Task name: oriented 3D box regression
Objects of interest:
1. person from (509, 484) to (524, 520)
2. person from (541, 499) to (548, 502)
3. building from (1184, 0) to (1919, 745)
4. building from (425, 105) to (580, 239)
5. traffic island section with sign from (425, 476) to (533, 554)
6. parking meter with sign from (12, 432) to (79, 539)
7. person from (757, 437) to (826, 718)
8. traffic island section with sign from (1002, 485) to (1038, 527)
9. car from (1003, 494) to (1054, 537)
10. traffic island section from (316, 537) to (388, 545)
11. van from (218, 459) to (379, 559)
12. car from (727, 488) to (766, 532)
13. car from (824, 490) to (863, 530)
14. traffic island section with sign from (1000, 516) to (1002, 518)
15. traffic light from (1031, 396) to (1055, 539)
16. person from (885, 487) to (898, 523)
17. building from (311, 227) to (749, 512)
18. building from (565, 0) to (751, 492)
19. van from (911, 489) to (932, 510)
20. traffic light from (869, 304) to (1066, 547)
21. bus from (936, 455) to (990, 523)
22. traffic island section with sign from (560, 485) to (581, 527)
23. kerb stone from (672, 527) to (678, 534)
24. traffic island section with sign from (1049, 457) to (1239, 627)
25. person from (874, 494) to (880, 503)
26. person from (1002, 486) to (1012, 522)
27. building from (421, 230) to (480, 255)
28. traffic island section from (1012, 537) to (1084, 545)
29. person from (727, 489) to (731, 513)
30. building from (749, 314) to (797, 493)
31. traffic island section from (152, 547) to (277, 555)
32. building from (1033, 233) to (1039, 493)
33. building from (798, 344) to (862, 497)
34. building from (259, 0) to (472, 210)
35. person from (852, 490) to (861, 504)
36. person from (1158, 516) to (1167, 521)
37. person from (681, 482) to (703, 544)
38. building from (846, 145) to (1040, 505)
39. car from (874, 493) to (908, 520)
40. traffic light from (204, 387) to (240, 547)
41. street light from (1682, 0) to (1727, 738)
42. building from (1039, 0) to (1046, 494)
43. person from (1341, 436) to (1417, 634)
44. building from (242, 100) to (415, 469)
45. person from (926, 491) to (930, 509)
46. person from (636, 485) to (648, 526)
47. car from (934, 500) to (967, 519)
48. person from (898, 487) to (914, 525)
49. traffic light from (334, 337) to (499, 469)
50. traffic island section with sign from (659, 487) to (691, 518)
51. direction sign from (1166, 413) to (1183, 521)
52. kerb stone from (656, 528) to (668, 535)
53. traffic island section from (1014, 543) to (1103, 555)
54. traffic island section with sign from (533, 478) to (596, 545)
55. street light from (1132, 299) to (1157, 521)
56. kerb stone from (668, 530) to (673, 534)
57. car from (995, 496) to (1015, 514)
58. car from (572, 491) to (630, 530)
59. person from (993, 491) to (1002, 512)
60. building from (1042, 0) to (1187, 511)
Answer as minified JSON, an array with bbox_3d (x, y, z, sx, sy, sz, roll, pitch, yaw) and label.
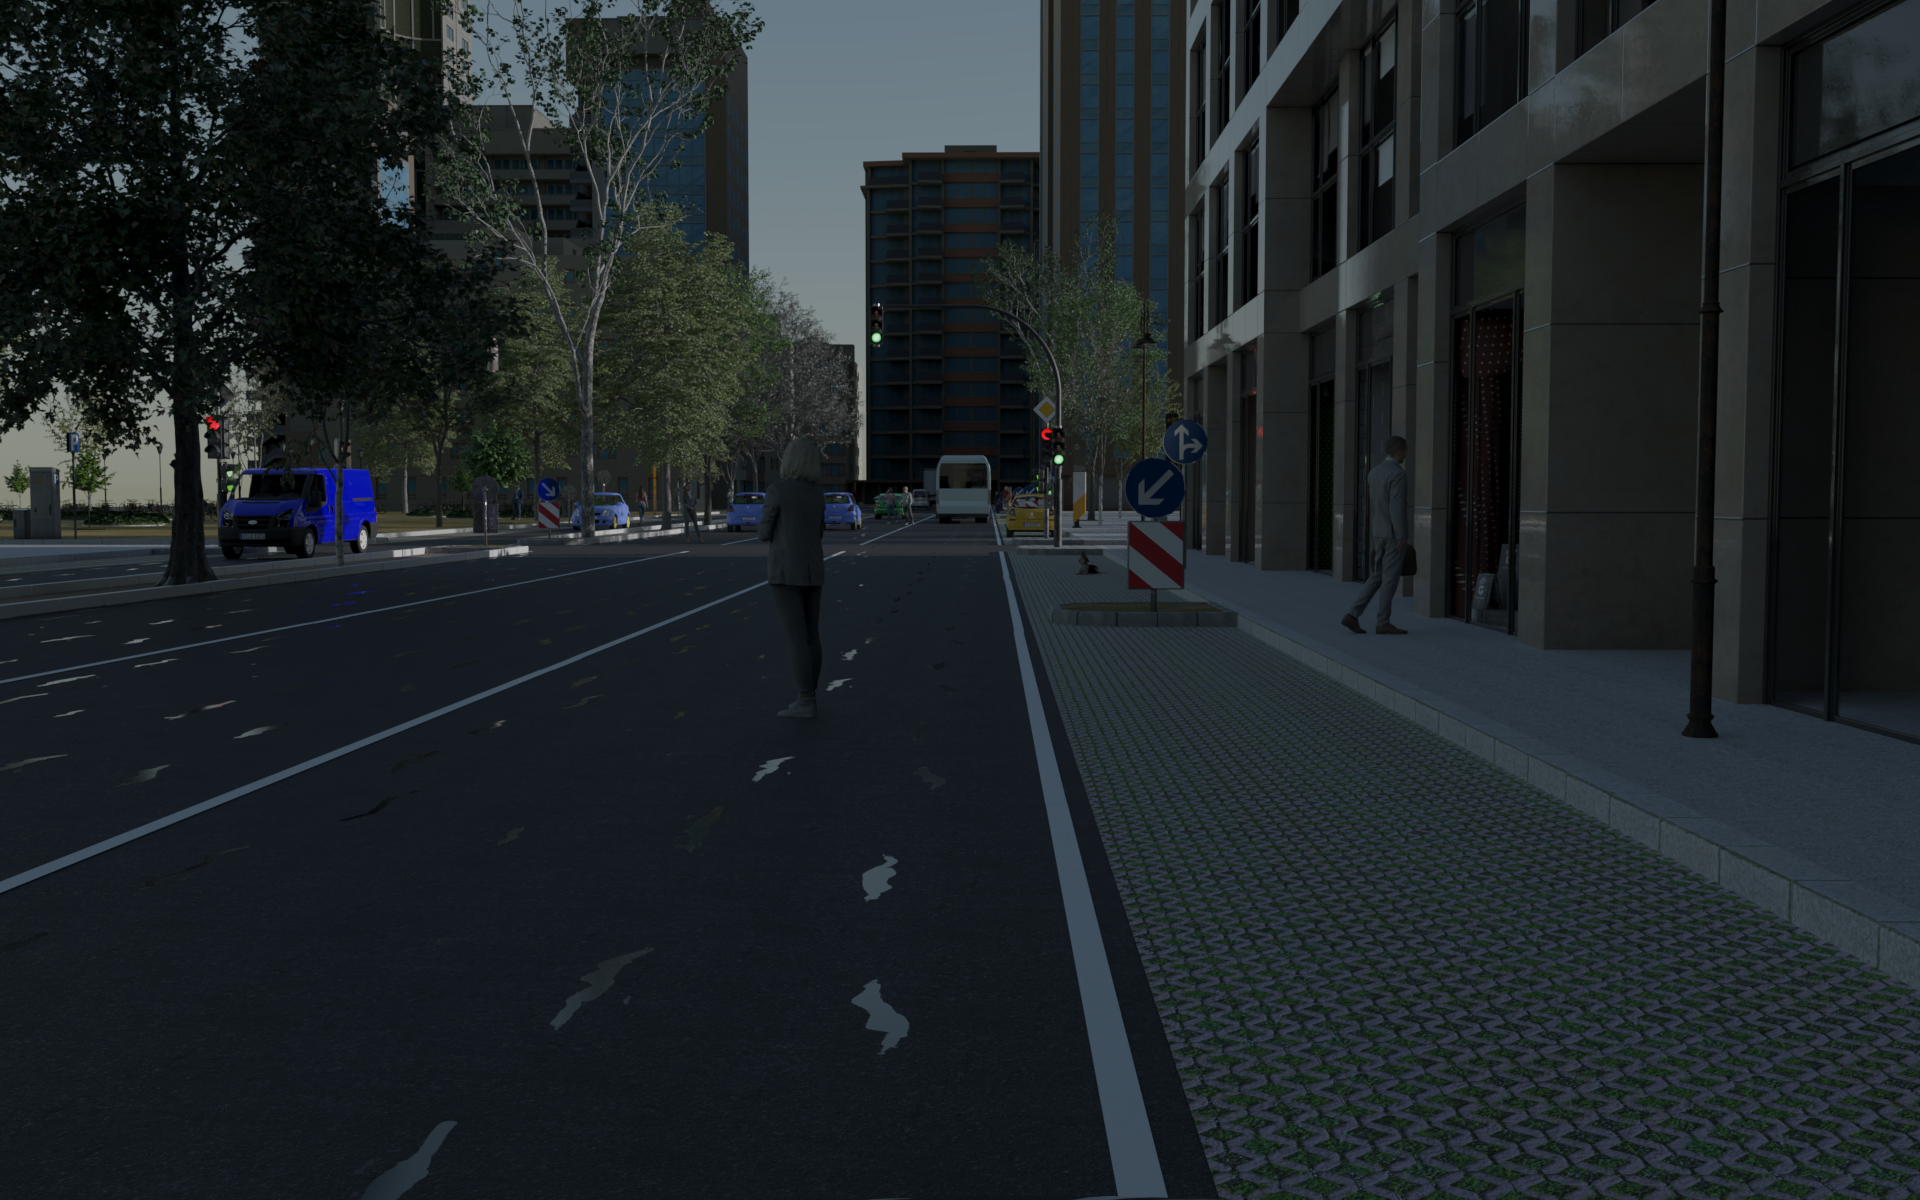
[{"bbox_3d":[-21.998,-4.881,86.027,0.721,1.800,0.419,1,4,17],"label":"person"},{"bbox_3d":[-19.380,-4.570,80.669,0.656,1.842,0.836,2,4,29],"label":"person"},{"bbox_3d":[14.567,-13.357,22.897,19.350,26.468,34.151,0,4,1],"label":"building"},{"bbox_3d":[-53.471,-36.422,219.205,21.600,48.544,21.300,0,4,1],"label":"building"},{"bbox_3d":[-11.749,-2.085,42.225,2.006,1.907,1.989,0,4,1],"label":"traffic island section with sign"},{"bbox_3d":[-26.007,-3.239,49.220,1.738,3.016,0.543,0,4,-1],"label":"parking meter with sign"},{"bbox_3d":[-1.116,-0.156,11.239,0.537,1.800,0.526,-3,5,-40],"label":"person"},{"bbox_3d":[2.929,-4.067,75.120,1.989,1.847,2.006,0,4,1],"label":"traffic island section with sign"},{"bbox_3d":[2.425,-2.938,58.257,2.015,1.641,3.980,0,4,3],"label":"car"},{"bbox_3d":[-17.838,-1.700,50.076,2.009,0.180,2.903,0,4,1],"label":"traffic island section"},{"bbox_3d":[-15.245,-2.174,39.922,2.240,2.365,5.245,0,4,0],"label":"van"},{"bbox_3d":[-7.949,-3.487,66.601,1.945,1.707,3.694,0,4,-1],"label":"car"},{"bbox_3d":[-4.925,-3.696,70.028,1.945,1.707,3.694,0,4,1],"label":"car"},{"bbox_3d":[3.368,-5.715,102.072,1.989,1.847,2.006,0,4,1],"label":"traffic island section with sign"},{"bbox_3d":[2.461,-3.713,49.627,0.839,4.253,0.868,0,4,1],"label":"traffic light"},{"bbox_3d":[-3.313,-4.607,84.413,0.593,1.750,0.643,-3,4,-37],"label":"person"},{"bbox_3d":[-33.147,-18.038,139.956,27.650,21.520,28.899,0,4,1],"label":"building"},{"bbox_3d":[-27.497,-31.270,161.374,14.600,45.320,14.200,0,4,1],"label":"building"},{"bbox_3d":[-3.509,-8.931,153.029,2.013,2.044,4.112,0,4,0],"label":"van"},{"bbox_3d":[0.237,-4.090,41.535,4.771,5.953,1.251,0,4,1],"label":"traffic light"},{"bbox_3d":[0.172,-5.752,88.905,2.948,3.499,13.247,0,3,0],"label":"bus"},{"bbox_3d":[-17.093,-4.085,75.416,1.989,1.847,2.006,0,4,1],"label":"traffic island section with sign"},{"bbox_3d":[-10.378,-2.447,62.280,0.120,0.150,1.000,0,4,1],"label":"kerb stone"},{"bbox_3d":[2.017,-0.665,19.509,1.989,1.847,2.006,0,4,1],"label":"traffic island section with sign"},{"bbox_3d":[-6.513,-7.679,137.234,0.628,1.438,0.799,0,4,2],"label":"person"},{"bbox_3d":[2.420,-4.874,88.160,0.580,1.828,0.573,2,4,31],"label":"person"},{"bbox_3d":[-55.428,-25.783,193.249,14.107,30.474,14.160,0,4,1],"label":"building"},{"bbox_3d":[2.500,-1.679,49.740,2.009,0.180,2.903,0,4,1],"label":"traffic island section"},{"bbox_3d":[-16.004,-6.874,121.070,0.590,1.801,0.661,2,4,26],"label":"person"},{"bbox_3d":[-33.835,-20.909,186.909,28.899,21.520,27.650,0,4,1],"label":"building"},{"bbox_3d":[-17.969,-1.212,42.092,2.009,0.180,2.903,0,4,1],"label":"traffic island section"},{"bbox_3d":[15.146,-25.743,192.599,14.160,30.474,14.107,0,4,1],"label":"building"},{"bbox_3d":[-28.142,-23.220,224.681,28.899,21.520,27.650,0,4,1],"label":"building"},{"bbox_3d":[-74.572,-47.748,218.932,20.611,71.187,20.563,0,4,1],"label":"building"},{"bbox_3d":[-11.213,-10.795,184.938,1.348,1.831,0.705,0,4,7],"label":"person"},{"bbox_3d":[4.441,-1.910,37.837,0.524,1.755,0.480,-2,4,-34],"label":"person"},{"bbox_3d":[-7.757,-2.530,50.145,0.573,1.790,0.520,3,5,39],"label":"person"},{"bbox_3d":[0.683,-34.593,220.212,28.867,44.769,22.147,0,4,1],"label":"building"},{"bbox_3d":[-3.912,-5.498,98.691,1.959,1.807,4.718,0,4,0],"label":"car"},{"bbox_3d":[-17.929,-3.244,41.957,0.839,4.253,0.868,0,4,1],"label":"traffic light"},{"bbox_3d":[3.922,-2.215,9.002,0.468,5.910,1.993,0,4,1],"label":"street light"},{"bbox_3d":[18.317,-38.432,170.361,21.231,58.520,28.212,0,4,1],"label":"building"},{"bbox_3d":[3.934,-0.593,15.855,0.853,1.813,0.709,-1,4,-20],"label":"person"},{"bbox_3d":[-70.009,-33.227,193.365,14.200,45.320,14.600,0,4,1],"label":"building"},{"bbox_3d":[-3.218,-9.766,168.695,0.721,1.766,1.217,2,4,23],"label":"person"},{"bbox_3d":[-14.415,-4.283,78.530,0.555,1.821,0.388,-1,4,-17],"label":"person"},{"bbox_3d":[-0.472,-5.730,102.731,2.155,1.783,4.494,0,4,2],"label":"car"},{"bbox_3d":[-2.555,-4.383,80.652,0.782,1.767,0.515,1,4,23],"label":"person"},{"bbox_3d":[-15.705,-4.604,49.942,4.771,5.953,1.251,0,4,1],"label":"traffic light"},{"bbox_3d":[-16.652,-5.733,102.368,1.989,1.847,2.006,0,4,1],"label":"traffic island section with sign"},{"bbox_3d":[6.222,-3.469,48.722,0.876,3.537,0.379,0,4,2],"label":"direction sign"},{"bbox_3d":[-10.406,-2.319,60.225,0.120,0.150,1.000,0,4,1],"label":"kerb stone"},{"bbox_3d":[2.370,-1.191,41.756,2.009,0.180,2.903,0,4,1],"label":"traffic island section"},{"bbox_3d":[-11.618,-2.538,49.631,2.006,1.907,1.989,0,4,1],"label":"traffic island section with sign"},{"bbox_3d":[4.378,-4.187,41.245,0.468,5.910,1.993,0,4,1],"label":"street light"},{"bbox_3d":[-10.395,-2.388,61.247,0.120,0.150,1.000,0,4,1],"label":"kerb stone"},{"bbox_3d":[3.527,-7.054,127.919,1.945,1.354,3.894,0,4,1],"label":"car"},{"bbox_3d":[-14.439,-3.673,69.642,1.945,1.707,3.694,0,4,1],"label":"car"},{"bbox_3d":[3.083,-8.085,141.491,0.445,1.727,0.742,2,4,30],"label":"person"},{"bbox_3d":[14.232,-30.554,149.661,14.600,45.320,14.200,0,4,1],"label":"building"}]
